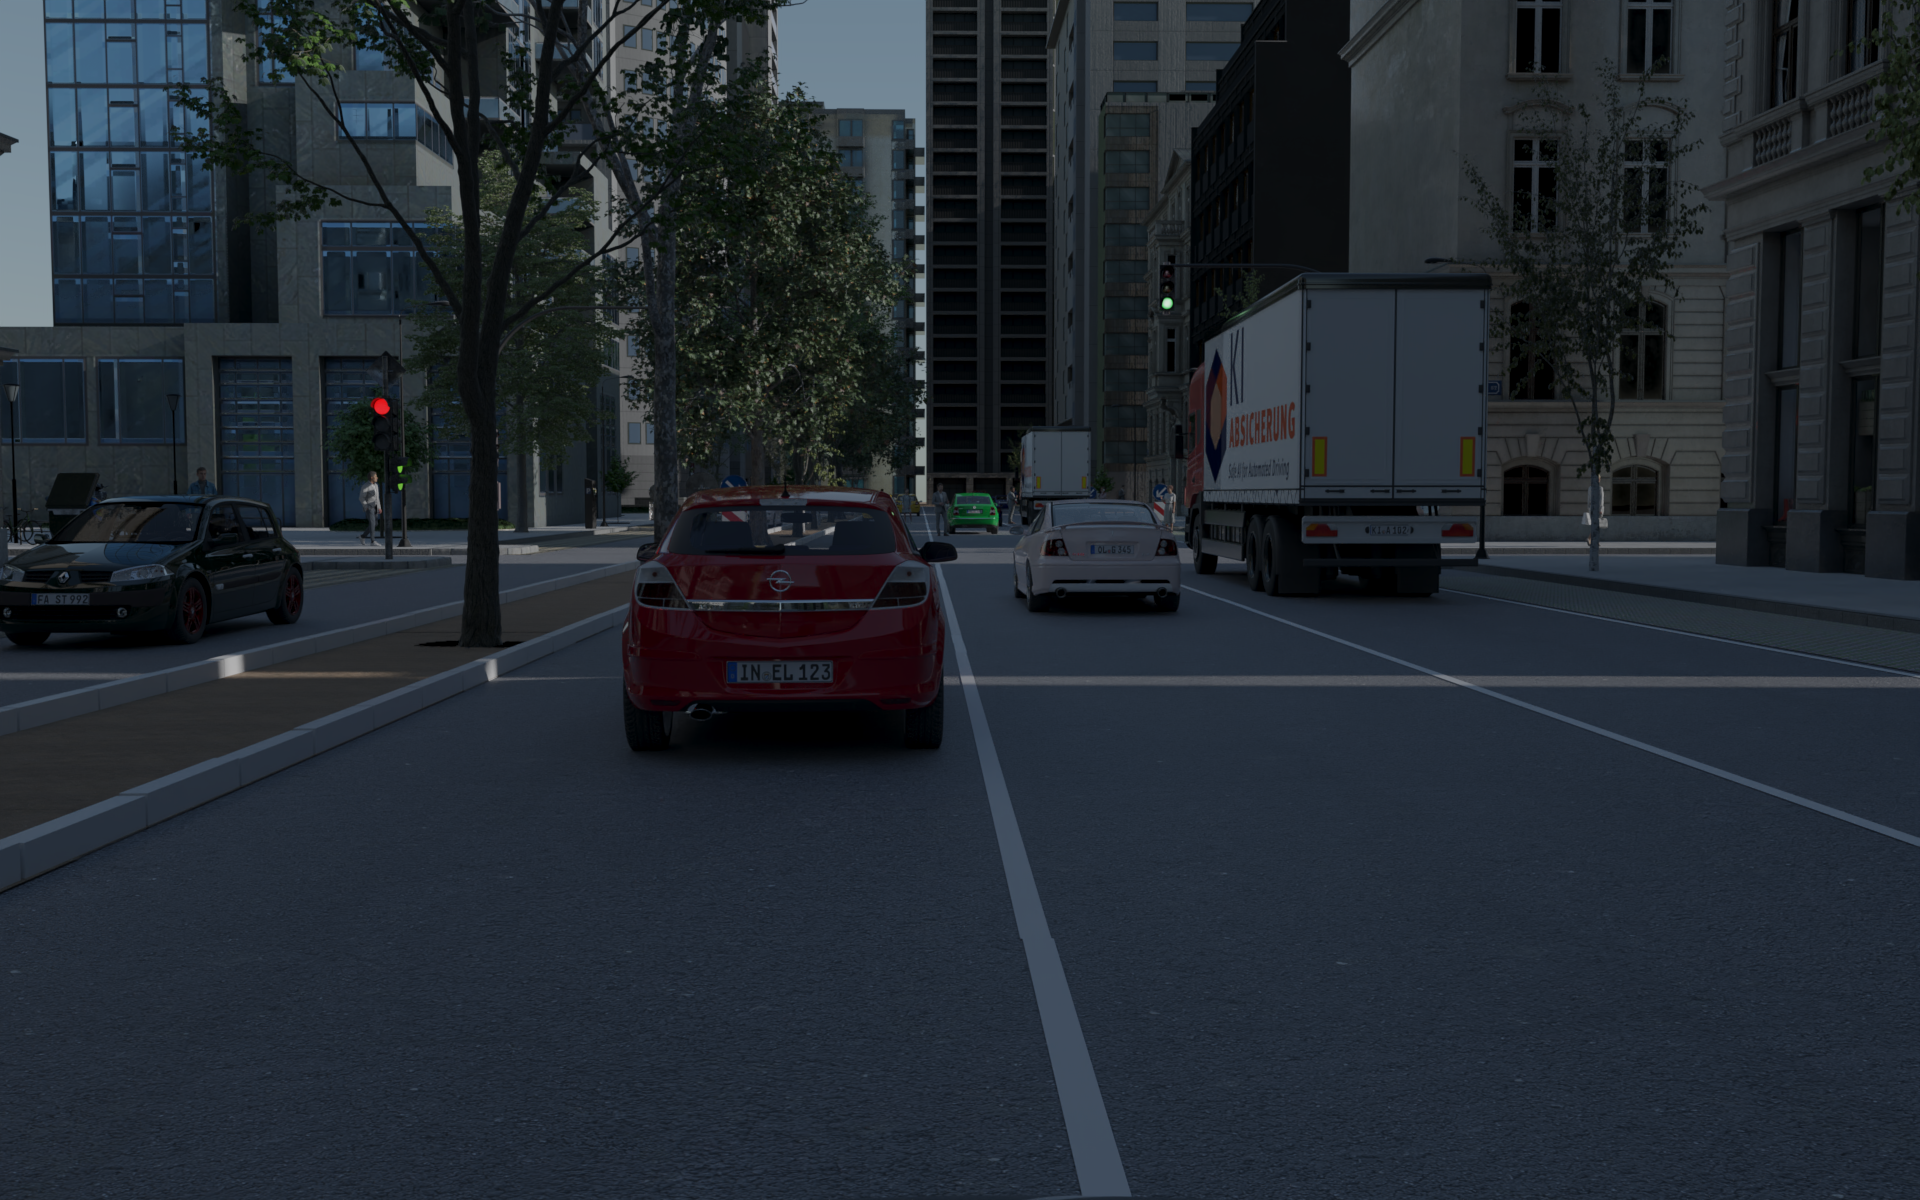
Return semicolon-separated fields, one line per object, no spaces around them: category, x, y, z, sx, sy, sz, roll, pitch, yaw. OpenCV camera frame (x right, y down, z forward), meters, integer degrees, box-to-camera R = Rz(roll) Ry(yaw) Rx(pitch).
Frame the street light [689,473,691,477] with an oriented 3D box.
street light;-14.108;-7.426;93.954;1.470;5.913;1.316;0;4;-1

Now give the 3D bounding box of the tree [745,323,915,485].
tree;-5.932;-8.187;70.734;8.767;10.594;7.601;0;4;-1

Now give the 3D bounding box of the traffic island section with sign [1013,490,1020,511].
traffic island section with sign;5.168;-9.943;171.191;1.989;1.847;2.006;0;4;-1

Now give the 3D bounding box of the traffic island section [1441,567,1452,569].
traffic island section;8.384;-0.749;34.534;2.009;0.180;2.903;0;4;-1

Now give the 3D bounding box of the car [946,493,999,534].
car;0.421;-3.336;63.341;1.959;1.807;4.718;0;4;-2

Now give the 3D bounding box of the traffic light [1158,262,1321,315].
traffic light;6.255;-3.643;34.229;4.771;5.953;1.251;0;4;-1

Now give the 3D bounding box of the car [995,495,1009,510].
car;3.364;-7.698;138.440;1.945;1.354;3.894;0;4;-2

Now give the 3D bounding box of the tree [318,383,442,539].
tree;-16.980;-4.085;50.498;4.285;4.588;4.351;0;3;0

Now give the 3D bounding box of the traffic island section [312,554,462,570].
traffic island section;-11.252;-0.722;34.078;2.009;0.180;2.903;0;4;-1

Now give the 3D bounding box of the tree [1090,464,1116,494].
tree;8.730;-6.912;107.609;1.663;3.219;1.824;0;3;0

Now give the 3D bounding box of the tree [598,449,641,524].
tree;-14.909;-4.908;74.851;1.663;3.219;1.824;0;3;0

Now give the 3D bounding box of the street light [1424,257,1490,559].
street light;9.802;-3.768;34.141;1.470;5.913;1.316;0;4;-1

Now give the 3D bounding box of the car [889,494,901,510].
car;-3.924;-4.624;85.831;2.015;1.641;3.980;0;4;0

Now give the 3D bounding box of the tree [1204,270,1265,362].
tree;9.981;-6.489;56.453;4.737;8.622;4.395;0;3;0

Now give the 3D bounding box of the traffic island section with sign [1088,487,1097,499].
traffic island section with sign;6.968;-5.266;94.722;1.989;1.847;2.006;0;4;-1

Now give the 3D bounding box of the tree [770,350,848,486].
tree;-5.805;-6.801;64.015;4.737;8.622;4.395;0;3;0

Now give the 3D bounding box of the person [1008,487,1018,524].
person;2.554;-4.595;83.815;0.466;1.800;0.511;1;4;10

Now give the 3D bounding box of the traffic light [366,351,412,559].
traffic light;-11.212;-2.754;33.944;0.839;4.253;0.868;0;4;-1

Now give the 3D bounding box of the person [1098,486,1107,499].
person;6.026;-3.886;72.623;0.643;1.750;0.593;-1;4;-14

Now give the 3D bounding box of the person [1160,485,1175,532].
person;7.507;-3.270;62.540;0.480;1.755;0.524;2;4;27

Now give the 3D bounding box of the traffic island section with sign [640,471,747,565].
traffic island section with sign;-5.219;-1.610;34.453;2.006;1.907;1.989;0;4;-1

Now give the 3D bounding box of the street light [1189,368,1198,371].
street light;9.155;-5.596;64.044;1.470;5.913;1.316;0;4;-1

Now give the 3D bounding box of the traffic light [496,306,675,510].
traffic light;-9.311;-4.119;42.011;4.771;5.953;1.251;0;4;-1

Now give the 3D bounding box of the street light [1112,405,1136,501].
street light;8.574;-7.192;90.130;1.470;5.913;1.316;0;4;-1

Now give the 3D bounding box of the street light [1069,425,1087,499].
street light;7.981;-8.821;116.761;1.470;5.913;1.316;0;4;-1

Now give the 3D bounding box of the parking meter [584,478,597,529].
parking meter;-13.618;-3.557;63.875;0.399;1.863;0.255;1;4;21

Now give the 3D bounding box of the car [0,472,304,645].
car;-8.178;-0.486;17.726;2.009;1.686;4.222;0;4;-1

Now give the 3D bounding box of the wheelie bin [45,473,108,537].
wheelie bin;-12.965;-1.074;25.469;0.980;1.594;0.693;0;4;5

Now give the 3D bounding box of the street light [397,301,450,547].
street light;-12.913;-4.235;41.782;1.470;5.913;1.316;0;4;-1

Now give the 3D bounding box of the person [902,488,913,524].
person;-2.521;-4.434;81.993;0.512;1.701;0.522;-1;4;-23

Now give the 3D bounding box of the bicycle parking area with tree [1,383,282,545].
bicycle parking area with tree;-23.655;-3.693;47.377;9.016;4.147;8.231;3;4;36

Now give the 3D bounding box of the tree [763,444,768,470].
tree;-17.466;-13.183;165.912;4.360;8.622;3.978;0;3;0

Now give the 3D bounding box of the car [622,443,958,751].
car;-1.063;-0.131;11.188;2.155;1.783;4.494;0;4;-3

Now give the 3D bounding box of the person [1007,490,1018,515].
person;3.557;-6.614;117.316;0.731;1.740;0.598;0;4;-5

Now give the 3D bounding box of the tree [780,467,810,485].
tree;-17.009;-11.975;179.510;4.285;4.588;4.351;0;3;0

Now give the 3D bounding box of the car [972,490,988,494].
car;2.052;-10.820;185.582;2.281;1.827;5.304;0;4;-3

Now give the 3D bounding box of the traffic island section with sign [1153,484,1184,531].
traffic island section with sign;7.613;-3.592;67.359;1.989;1.847;2.006;0;4;-1

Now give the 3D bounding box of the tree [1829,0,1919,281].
tree;11.068;-4.136;17.978;4.737;8.622;4.395;0;3;0

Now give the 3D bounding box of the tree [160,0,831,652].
tree;-4.378;-5.356;15.778;9.928;11.665;9.643;0;3;0

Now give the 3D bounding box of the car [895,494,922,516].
car;-3.455;-6.277;112.856;2.015;1.641;3.980;0;4;-2

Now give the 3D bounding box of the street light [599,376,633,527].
street light;-13.437;-5.831;67.870;1.470;5.913;1.316;0;4;-1

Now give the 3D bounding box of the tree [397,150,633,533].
tree;-14.821;-8.550;57.921;7.486;12.596;7.792;0;3;0

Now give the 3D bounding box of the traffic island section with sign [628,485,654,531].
traffic island section with sign;-11.700;-3.564;66.894;1.989;1.847;2.006;0;4;-1

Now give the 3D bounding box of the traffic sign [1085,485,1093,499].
traffic sign;8.382;-7.049;115.253;0.884;2.594;0.081;0;4;8

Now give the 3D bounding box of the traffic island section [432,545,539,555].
traffic island section;-11.440;-1.210;42.060;2.009;0.180;2.903;0;4;-1

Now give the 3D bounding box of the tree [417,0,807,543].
tree;-6.017;-10.403;28.433;12.611;20.169;13.585;0;3;0

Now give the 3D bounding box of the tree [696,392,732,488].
tree;-15.095;-9.273;101.981;4.360;8.622;3.978;0;3;0

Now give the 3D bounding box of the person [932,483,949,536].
person;-0.624;-3.079;59.035;0.606;1.804;0.583;-2;4;-31

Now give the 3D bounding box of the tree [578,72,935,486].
tree;-5.473;-7.777;46.624;9.611;12.733;9.660;0;3;0

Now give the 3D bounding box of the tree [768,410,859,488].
tree;-6.413;-7.686;78.488;4.360;8.622;3.978;0;3;0

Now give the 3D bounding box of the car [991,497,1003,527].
car;0.972;-3.989;77.803;1.945;1.354;3.894;0;4;-2

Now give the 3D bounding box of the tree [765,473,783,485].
tree;-16.772;-9.950;157.278;1.663;3.219;1.824;0;3;0

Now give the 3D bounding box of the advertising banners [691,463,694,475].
advertising banners;-14.683;-6.216;97.824;0.090;3.025;2.074;2;4;29

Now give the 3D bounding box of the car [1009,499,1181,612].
car;1.708;-0.618;22.466;2.083;1.381;4.827;0;4;-2

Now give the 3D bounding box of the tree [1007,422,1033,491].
tree;6.960;-13.787;175.778;4.737;8.622;4.395;0;3;0

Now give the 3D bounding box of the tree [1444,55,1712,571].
tree;10.327;-4.785;28.595;4.360;8.622;3.978;0;3;0
